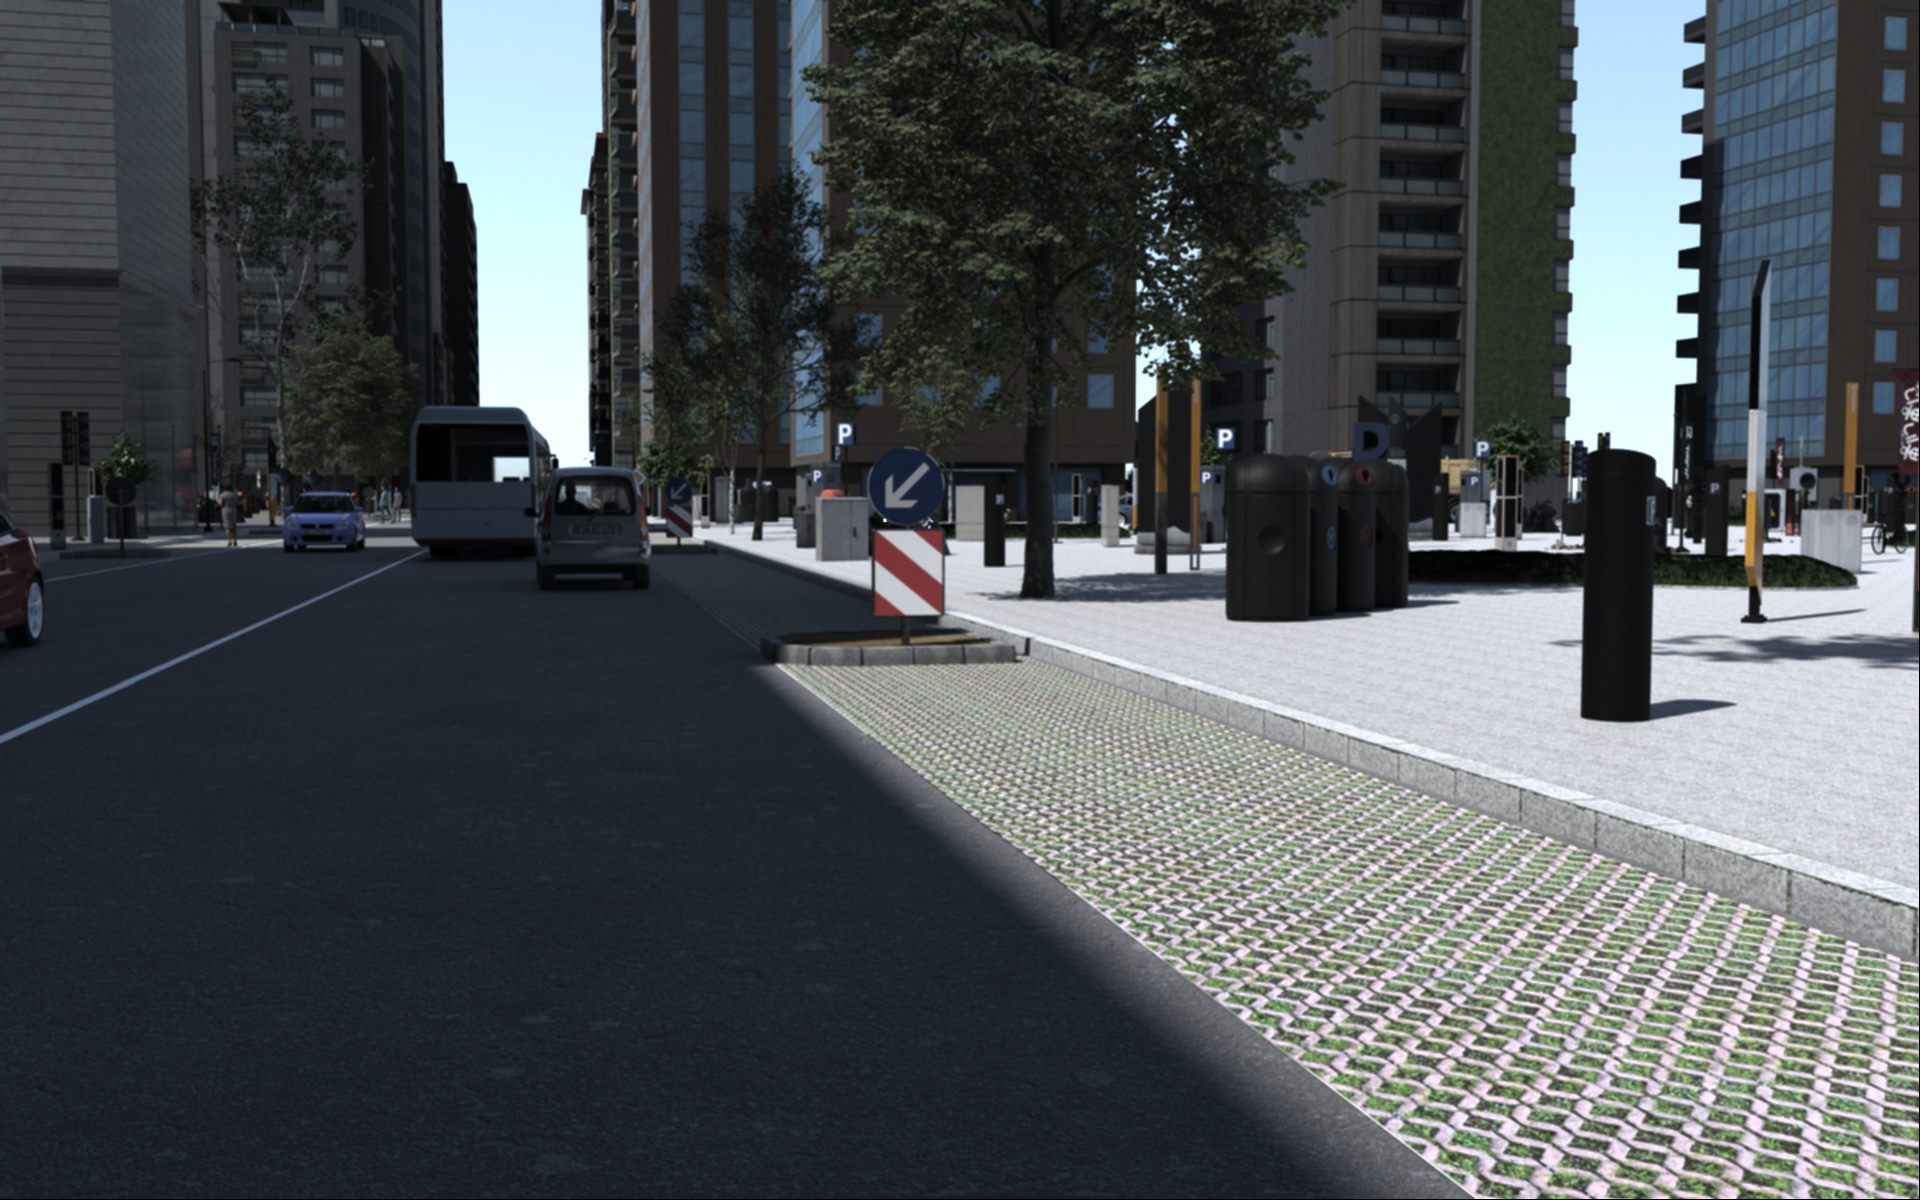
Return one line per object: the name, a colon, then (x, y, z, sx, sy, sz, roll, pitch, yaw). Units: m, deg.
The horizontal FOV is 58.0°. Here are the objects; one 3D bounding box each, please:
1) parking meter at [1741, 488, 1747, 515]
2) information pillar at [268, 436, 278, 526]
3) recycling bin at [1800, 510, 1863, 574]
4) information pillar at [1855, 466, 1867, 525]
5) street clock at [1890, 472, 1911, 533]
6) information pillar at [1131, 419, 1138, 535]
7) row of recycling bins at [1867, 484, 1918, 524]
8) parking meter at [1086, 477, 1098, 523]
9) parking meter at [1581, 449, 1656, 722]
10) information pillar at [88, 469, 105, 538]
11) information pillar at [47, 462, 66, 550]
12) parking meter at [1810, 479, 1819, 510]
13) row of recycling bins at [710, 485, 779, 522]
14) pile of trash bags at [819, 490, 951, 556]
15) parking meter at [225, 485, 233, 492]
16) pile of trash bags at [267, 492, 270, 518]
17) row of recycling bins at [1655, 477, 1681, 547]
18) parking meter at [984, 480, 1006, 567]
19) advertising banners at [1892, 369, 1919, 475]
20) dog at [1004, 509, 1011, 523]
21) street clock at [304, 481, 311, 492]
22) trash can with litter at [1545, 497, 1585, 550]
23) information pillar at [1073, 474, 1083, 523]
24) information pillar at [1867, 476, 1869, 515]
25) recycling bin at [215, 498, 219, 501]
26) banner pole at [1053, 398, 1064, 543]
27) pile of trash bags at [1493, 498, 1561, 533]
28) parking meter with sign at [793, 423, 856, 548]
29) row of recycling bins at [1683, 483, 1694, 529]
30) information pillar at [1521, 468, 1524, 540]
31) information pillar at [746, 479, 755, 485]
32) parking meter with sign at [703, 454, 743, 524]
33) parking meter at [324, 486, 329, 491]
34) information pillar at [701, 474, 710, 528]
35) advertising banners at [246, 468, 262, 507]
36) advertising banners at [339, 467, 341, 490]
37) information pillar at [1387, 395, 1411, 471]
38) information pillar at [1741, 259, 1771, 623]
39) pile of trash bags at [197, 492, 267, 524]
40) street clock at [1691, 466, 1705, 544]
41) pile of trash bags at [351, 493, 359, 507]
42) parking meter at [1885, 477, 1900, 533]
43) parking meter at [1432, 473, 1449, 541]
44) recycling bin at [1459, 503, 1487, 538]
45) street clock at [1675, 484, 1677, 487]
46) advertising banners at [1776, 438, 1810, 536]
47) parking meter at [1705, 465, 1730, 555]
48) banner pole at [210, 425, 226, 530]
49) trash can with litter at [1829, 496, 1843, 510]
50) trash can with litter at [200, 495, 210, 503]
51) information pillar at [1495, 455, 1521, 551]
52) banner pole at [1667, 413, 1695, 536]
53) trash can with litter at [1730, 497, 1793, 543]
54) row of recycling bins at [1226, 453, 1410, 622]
parking meter: (32.998, -3.930, 72.661, 0.372, 1.533, 0.369, 0, 3, 0)
information pillar: (-27.704, -4.798, 69.797, 0.183, 3.616, 0.504, 1, 4, 8)
recycling bin: (14.082, -0.945, 28.005, 0.722, 1.027, 0.722, 0, 4, 7)
information pillar: (23.252, -2.478, 45.003, 0.304, 2.012, 0.304, 1, 4, 9)
street clock: (30.417, -3.143, 55.965, 0.358, 2.002, 0.471, -1, 4, -20)
information pillar: (5.658, -3.864, 54.537, 0.504, 3.616, 0.183, -2, 4, -27)
row of recycling bins: (40.213, -4.101, 74.169, 3.534, 1.692, 1.069, 2, 4, 23)
parking meter: (4.571, -3.311, 59.844, 0.255, 1.863, 0.399, -3, 4, -36)
parking meter: (3.751, -0.089, 9.871, 0.372, 1.533, 0.369, 0, 3, 0)
information pillar: (-25.332, -2.835, 50.839, 0.304, 2.012, 0.304, 3, 4, 38)
information pillar: (-20.920, -2.179, 40.117, 0.304, 2.012, 0.304, -2, 4, -34)
parking meter: (33.425, -3.797, 67.787, 0.255, 1.863, 0.399, 2, 4, 23)
row of recycling bins: (-10.033, -4.389, 78.869, 3.534, 1.692, 1.069, 0, 4, -6)
pile of trash bags: (-1.746, -1.572, 35.449, 1.912, 1.369, 3.447, 2, 4, 32)
parking meter: (-45.152, -6.195, 107.007, 0.255, 1.863, 0.399, 3, 5, 40)
pile of trash bags: (-38.558, -5.099, 93.129, 3.447, 1.369, 1.912, -2, 4, -28)
row of recycling bins: (14.391, -1.818, 36.833, 1.069, 1.692, 3.534, 1, 4, 14)
parking meter: (0.612, -1.356, 30.589, 0.372, 1.533, 0.369, 0, 3, 0)
advertising banners: (14.087, -1.721, 24.323, 2.074, 3.025, 0.090, 0, 4, 1)
dog: (1.917, -3.466, 73.504, 0.513, 0.831, 0.800, 0, 3, 0)
street clock: (-36.151, -5.588, 95.938, 0.358, 2.002, 0.471, -3, 5, -40)
trash can with litter: (14.707, -1.789, 40.309, 2.233, 1.210, 1.678, 1, 4, 11)
information pillar: (4.348, -3.639, 63.989, 0.304, 2.012, 0.304, 2, 4, 23)
information pillar: (37.681, -4.146, 72.283, 0.304, 2.012, 0.304, 0, 4, 7)
recycling bin: (-53.111, -6.841, 124.404, 0.722, 1.027, 0.722, -1, 4, -12)
banner pole: (2.288, -3.383, 45.323, 0.863, 3.779, 0.401, 0, 4, 7)
pile of trash bags: (18.983, -2.986, 58.576, 1.912, 1.369, 3.447, 0, 4, 3)
parking meter with sign: (-3.251, -2.779, 41.699, 0.543, 3.016, 1.738, 2, 4, 34)
row of recycling bins: (27.697, -3.563, 65.361, 1.069, 1.692, 3.534, 3, 4, 36)
information pillar: (15.513, -2.686, 48.404, 0.304, 2.012, 0.304, -1, 4, -16)
information pillar: (-10.377, -4.981, 85.936, 0.304, 2.012, 0.304, 3, 5, 44)
parking meter with sign: (-10.176, -4.799, 74.730, 1.738, 3.016, 0.543, 2, 4, 23)
parking meter: (-47.957, -7.683, 131.327, 0.399, 1.863, 0.255, -1, 4, -10)
information pillar: (-9.539, -3.696, 64.918, 0.304, 2.012, 0.304, 0, 4, 1)
advertising banners: (-48.016, -7.403, 117.220, 2.074, 3.025, 0.090, 1, 4, 22)
advertising banners: (-41.021, -7.143, 112.969, 0.090, 3.025, 2.074, 1, 4, 18)
information pillar: (10.357, -3.044, 41.125, 0.504, 3.616, 0.183, -1, 4, -20)
information pillar: (7.908, -1.579, 17.173, 0.183, 3.616, 0.504, 2, 4, 34)
pile of trash bags: (-32.660, -4.111, 76.962, 1.912, 1.369, 3.447, 0, 4, 4)
street clock: (19.138, -2.466, 44.893, 0.358, 2.002, 0.471, 2, 4, 29)
pile of trash bags: (-38.870, -6.087, 109.270, 1.912, 1.369, 3.447, 0, 4, 7)
parking meter: (31.140, -3.184, 57.776, 0.255, 1.863, 0.399, -1, 4, -17)
parking meter: (13.169, -2.554, 47.468, 0.255, 1.863, 0.399, -2, 4, -33)
recycling bin: (14.977, -2.327, 50.597, 0.722, 1.027, 0.722, 1, 4, 12)
street clock: (47.564, -6.729, 114.595, 0.471, 2.002, 0.358, -1, 4, -22)
advertising banners: (25.572, -3.490, 53.250, 0.090, 3.025, 2.074, 0, 4, -1)
parking meter: (15.249, -1.786, 34.909, 0.255, 1.863, 0.399, -3, 5, -41)
banner pole: (-26.697, -4.418, 62.251, 0.401, 3.779, 0.863, 0, 4, 3)
trash can with litter: (33.082, -3.375, 66.242, 2.233, 1.210, 1.678, 0, 4, 2)
trash can with litter: (-45.767, -5.688, 104.055, 2.233, 1.210, 1.678, -1, 4, -23)
information pillar: (10.418, -1.744, 33.010, 0.304, 2.012, 0.304, -1, 4, -10)
banner pole: (22.256, -3.881, 53.471, 0.401, 3.779, 0.863, -2, 4, -35)
trash can with litter: (21.294, -2.147, 46.161, 1.678, 1.210, 2.233, 2, 4, 33)
row of recycling bins: (3.883, -0.713, 18.769, 1.069, 1.692, 3.534, 3, 4, 36)
